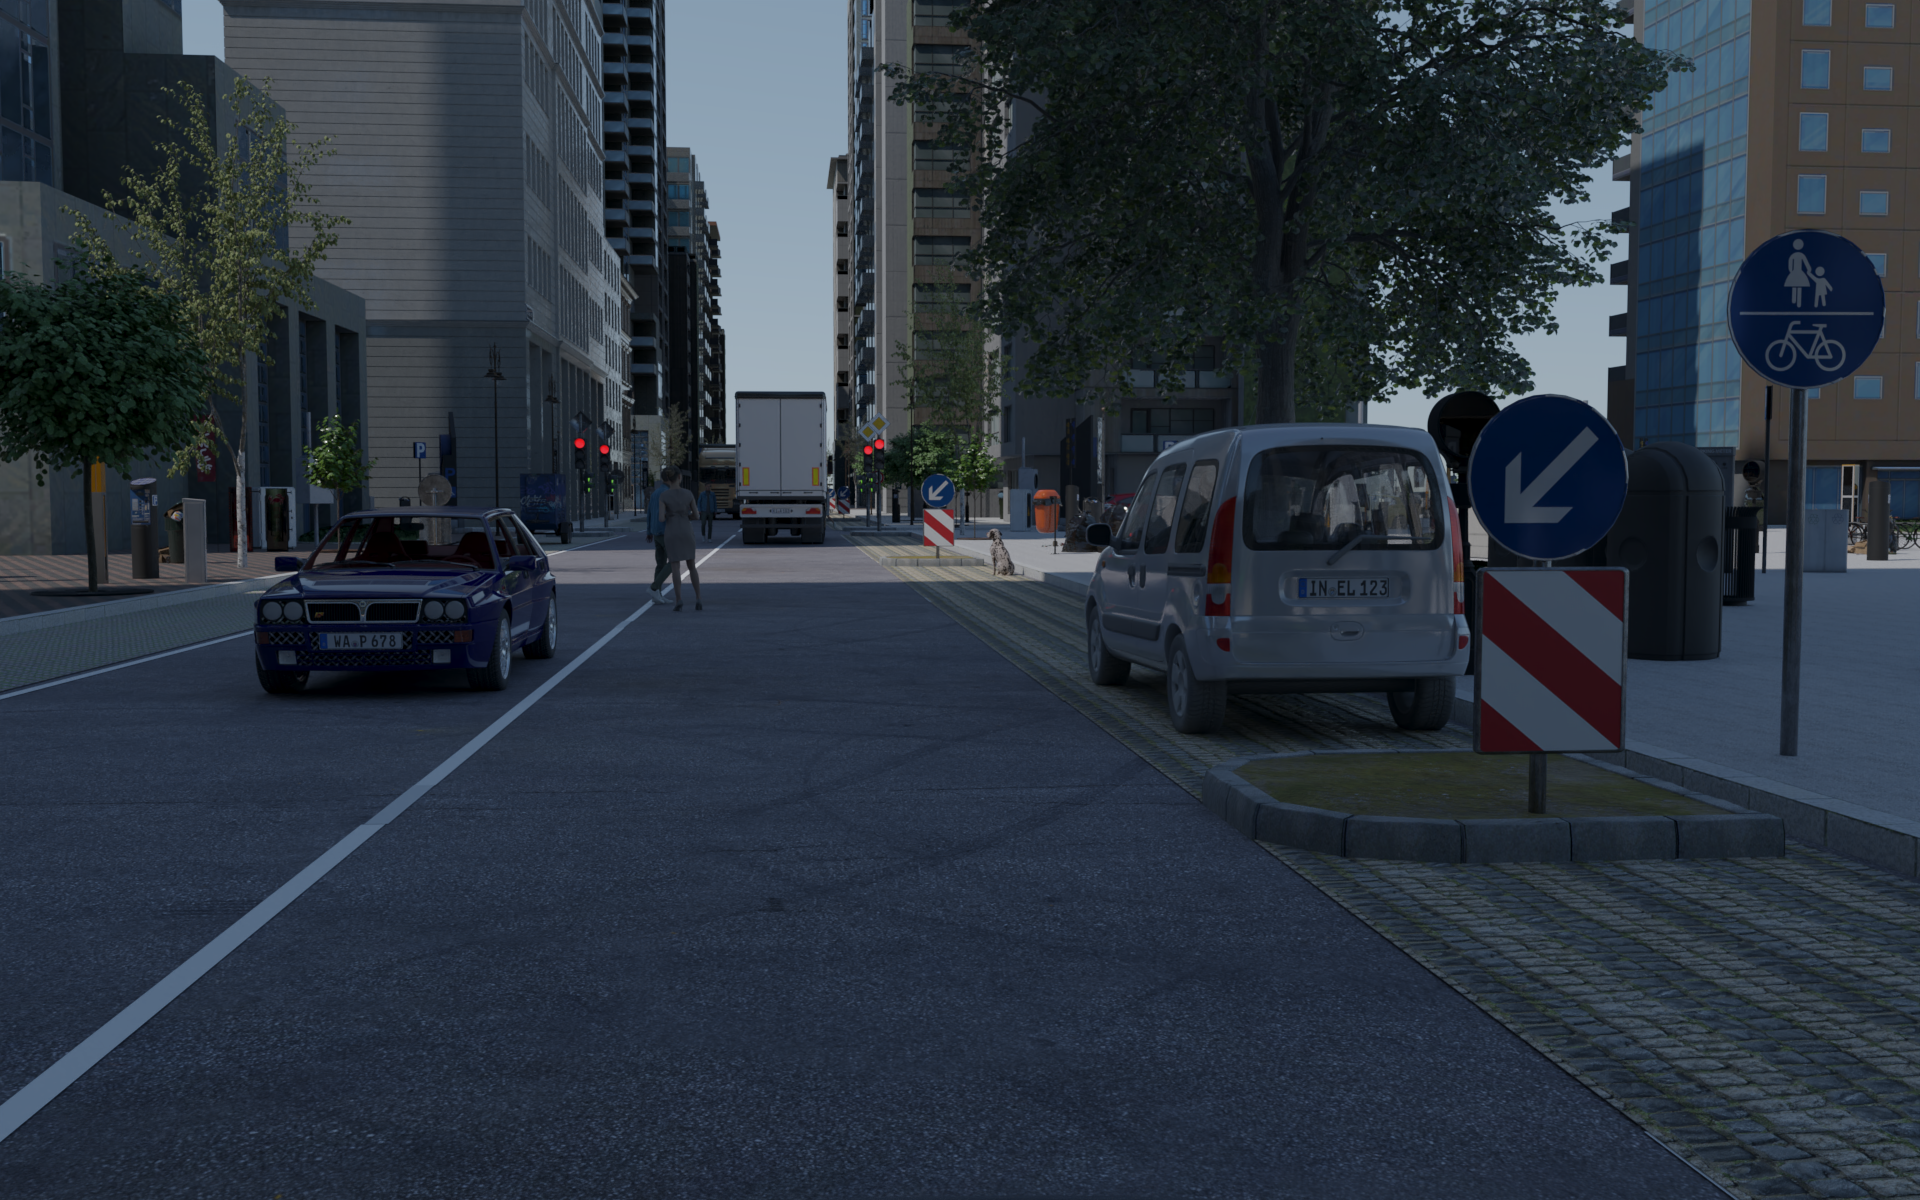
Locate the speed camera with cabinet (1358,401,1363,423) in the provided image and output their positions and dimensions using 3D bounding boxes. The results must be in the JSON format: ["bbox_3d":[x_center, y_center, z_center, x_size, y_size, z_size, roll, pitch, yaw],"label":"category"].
[{"bbox_3d":[8.421,-2.658,37.793,0.660,3.252,2.038,0,4,4],"label":"speed camera with cabinet"}]

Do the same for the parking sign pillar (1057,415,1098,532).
[{"bbox_3d":[4.076,-4.341,59.450,1.447,3.967,1.447,3,5,40],"label":"parking sign pillar"}]

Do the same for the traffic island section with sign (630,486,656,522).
[{"bbox_3d":[-15.883,-4.918,89.038,1.989,1.847,2.006,0,4,-6],"label":"traffic island section with sign"}]

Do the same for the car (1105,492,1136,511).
[{"bbox_3d":[7.278,-3.437,65.232,4.494,1.783,2.155,0,4,-6],"label":"car"}]

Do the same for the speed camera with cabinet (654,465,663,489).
[{"bbox_3d":[-20.837,-7.660,119.581,0.660,3.252,2.038,-1,4,-10],"label":"speed camera with cabinet"}]

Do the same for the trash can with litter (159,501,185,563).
[{"bbox_3d":[-14.642,-1.269,32.136,1.055,1.170,0.624,2,4,26],"label":"trash can with litter"}]

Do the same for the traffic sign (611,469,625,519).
[{"bbox_3d":[-17.542,-5.417,88.667,0.768,2.556,0.104,0,4,3],"label":"traffic sign"}]

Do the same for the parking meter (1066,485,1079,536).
[{"bbox_3d":[3.191,-2.498,49.252,0.372,1.533,0.369,0,3,0],"label":"parking meter"}]

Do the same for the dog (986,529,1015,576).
[{"bbox_3d":[0.703,-0.823,30.286,0.513,0.831,0.800,0,4,3],"label":"dog"}]

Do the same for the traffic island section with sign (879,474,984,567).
[{"bbox_3d":[-0.611,-1.607,34.905,1.989,1.847,2.006,0,4,-6],"label":"traffic island section with sign"}]

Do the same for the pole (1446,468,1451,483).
[{"bbox_3d":[21.775,-5.099,77.208,0.158,3.312,0.155,0,3,0],"label":"pole"}]

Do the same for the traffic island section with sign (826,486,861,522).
[{"bbox_3d":[-6.179,-4.990,90.217,1.989,1.847,2.006,0,4,-6],"label":"traffic island section with sign"}]

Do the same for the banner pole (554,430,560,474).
[{"bbox_3d":[-15.896,-4.788,68.296,0.401,3.779,0.863,-3,4,-36],"label":"banner pole"}]

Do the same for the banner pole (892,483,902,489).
[{"bbox_3d":[-4.233,-7.620,114.596,0.863,3.779,0.401,-1,4,-21],"label":"banner pole"}]

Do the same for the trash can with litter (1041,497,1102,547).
[{"bbox_3d":[2.877,-1.934,42.682,2.233,1.210,1.678,-2,4,-27],"label":"trash can with litter"}]

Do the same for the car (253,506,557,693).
[{"bbox_3d":[-4.281,-0.072,13.761,1.945,1.354,3.894,0,4,-5],"label":"car"}]

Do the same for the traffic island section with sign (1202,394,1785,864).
[{"bbox_3d":[2.153,0.061,7.636,1.989,1.847,2.006,0,4,-6],"label":"traffic island section with sign"}]

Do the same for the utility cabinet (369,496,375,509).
[{"bbox_3d":[-42.755,-7.032,126.137,0.306,1.237,1.020,-1,4,-19],"label":"utility cabinet"}]

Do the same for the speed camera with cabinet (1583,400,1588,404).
[{"bbox_3d":[12.473,-2.581,36.535,2.038,3.252,0.660,1,4,11],"label":"speed camera with cabinet"}]

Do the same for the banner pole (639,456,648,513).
[{"bbox_3d":[-20.972,-7.626,114.700,0.863,3.779,0.401,2,4,28],"label":"banner pole"}]

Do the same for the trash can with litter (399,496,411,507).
[{"bbox_3d":[-17.333,-2.573,53.123,1.678,1.210,2.233,1,4,15],"label":"trash can with litter"}]

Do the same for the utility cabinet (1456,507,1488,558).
[{"bbox_3d":[10.403,-1.589,34.665,0.318,1.500,1.173,-1,4,-19],"label":"utility cabinet"}]

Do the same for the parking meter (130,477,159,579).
[{"bbox_3d":[-12.370,-1.092,26.271,0.372,1.533,0.369,0,3,0],"label":"parking meter"}]

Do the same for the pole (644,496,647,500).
[{"bbox_3d":[-23.220,-8.207,128.024,0.158,3.312,0.155,0,3,0],"label":"pole"}]

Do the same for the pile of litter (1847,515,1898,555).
[{"bbox_3d":[19.532,-1.417,37.137,1.719,0.858,1.176,-3,5,-44],"label":"pile of litter"}]

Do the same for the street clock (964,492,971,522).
[{"bbox_3d":[0.324,-4.523,78.528,0.358,2.002,0.471,0,4,1],"label":"street clock"}]

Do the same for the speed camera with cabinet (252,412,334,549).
[{"bbox_3d":[-15.953,-2.868,41.231,0.660,3.252,2.038,2,4,33],"label":"speed camera with cabinet"}]

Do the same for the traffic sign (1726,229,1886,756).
[{"bbox_3d":[4.073,-0.509,8.435,0.768,2.556,0.104,0,4,-1],"label":"traffic sign"}]

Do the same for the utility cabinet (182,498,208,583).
[{"bbox_3d":[-11.228,-0.874,25.454,0.306,1.237,1.020,-1,4,-22],"label":"utility cabinet"}]

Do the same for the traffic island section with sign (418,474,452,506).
[{"bbox_3d":[-10.328,-1.548,33.938,1.989,1.847,2.006,0,4,-6],"label":"traffic island section with sign"}]

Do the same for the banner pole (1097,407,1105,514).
[{"bbox_3d":[4.066,-3.660,49.853,0.401,3.779,0.863,1,4,21],"label":"banner pole"}]

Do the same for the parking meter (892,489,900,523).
[{"bbox_3d":[-2.861,-4.232,77.598,0.372,1.533,0.369,0,3,0],"label":"parking meter"}]

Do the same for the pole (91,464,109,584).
[{"bbox_3d":[-12.295,-1.887,24.690,0.158,3.312,0.155,0,3,0],"label":"pole"}]

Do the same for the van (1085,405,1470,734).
[{"bbox_3d":[1.954,-0.289,11.739,2.013,2.044,4.112,0,4,-6],"label":"van"}]

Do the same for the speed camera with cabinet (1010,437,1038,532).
[{"bbox_3d":[2.225,-4.009,59.881,0.660,3.252,2.038,1,4,14],"label":"speed camera with cabinet"}]

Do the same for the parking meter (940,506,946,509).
[{"bbox_3d":[-0.744,-3.971,73.331,0.372,1.533,0.369,0,3,0],"label":"parking meter"}]

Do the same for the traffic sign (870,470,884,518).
[{"bbox_3d":[-4.443,-5.671,92.823,0.768,2.556,0.104,0,4,2],"label":"traffic sign"}]

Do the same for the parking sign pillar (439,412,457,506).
[{"bbox_3d":[-16.570,-4.138,56.133,1.447,3.967,1.447,-1,4,-20],"label":"parking sign pillar"}]

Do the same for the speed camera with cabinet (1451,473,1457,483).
[{"bbox_3d":[24.640,-5.667,86.984,0.660,3.252,2.038,1,4,19],"label":"speed camera with cabinet"}]

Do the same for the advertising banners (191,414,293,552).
[{"bbox_3d":[-15.874,-2.573,38.259,2.074,3.025,0.090,-1,4,-12],"label":"advertising banners"}]

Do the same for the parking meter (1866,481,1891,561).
[{"bbox_3d":[17.715,-1.528,33.398,0.372,1.533,0.369,0,3,0],"label":"parking meter"}]
